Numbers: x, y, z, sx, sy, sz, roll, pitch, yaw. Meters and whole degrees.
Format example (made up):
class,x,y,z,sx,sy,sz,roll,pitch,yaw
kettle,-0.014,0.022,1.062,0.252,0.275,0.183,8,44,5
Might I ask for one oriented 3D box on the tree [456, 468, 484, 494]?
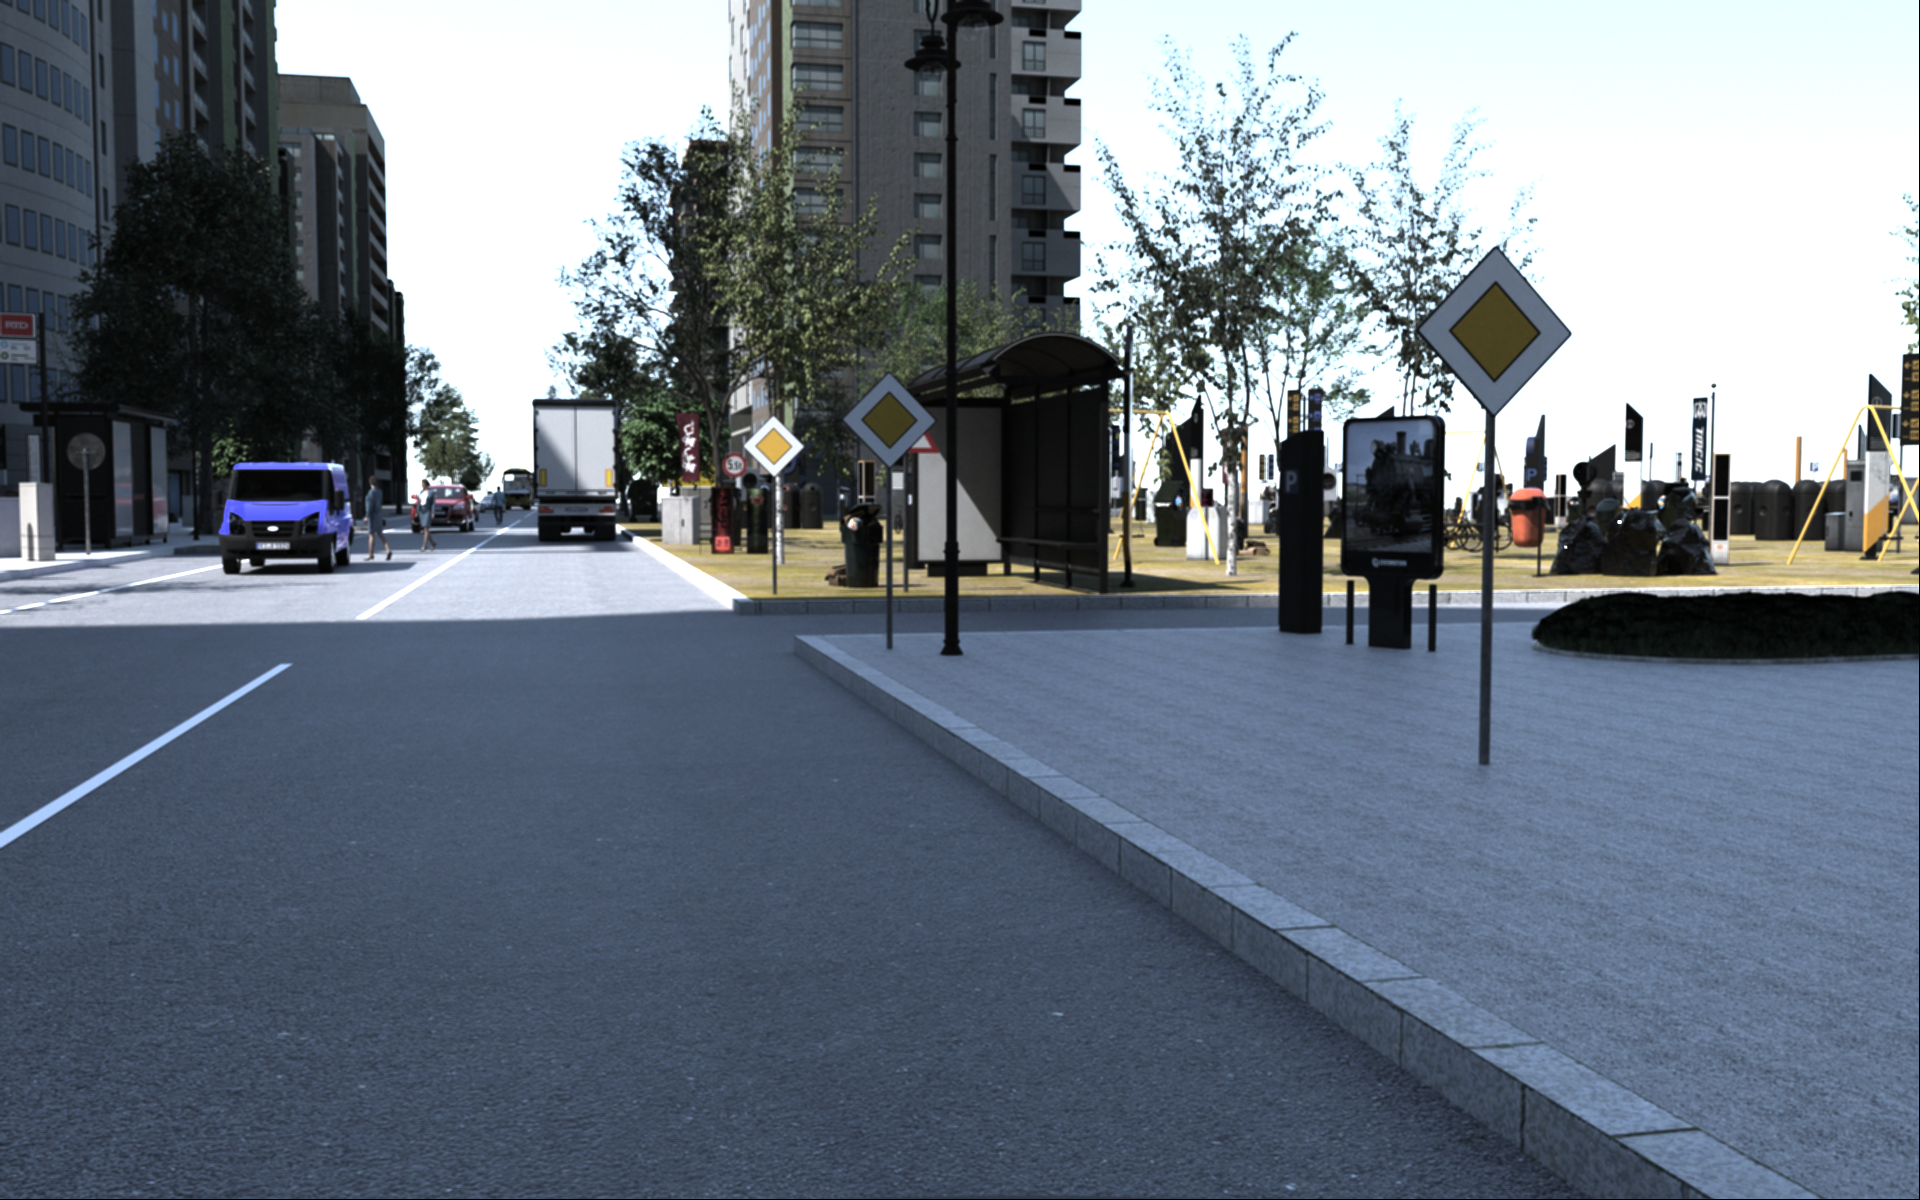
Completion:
class,x,y,z,sx,sy,sz,roll,pitch,yaw
tree,-58.904,-13.744,208.435,4.285,4.588,4.351,0,3,0

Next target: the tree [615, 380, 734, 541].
class,x,y,z,sx,sy,sz,roll,pitch,yaw
tree,-7.849,-3.917,47.752,4.285,4.588,4.351,0,3,0

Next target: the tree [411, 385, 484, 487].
class,x,y,z,sx,sy,sz,roll,pitch,yaw
tree,-53.284,-16.037,180.324,7.486,12.596,7.792,0,3,0

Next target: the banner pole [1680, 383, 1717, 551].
class,x,y,z,sx,sy,sz,roll,pitch,yaw
banner pole,16.861,-3.011,39.249,0.401,3.779,0.863,-1,4,-20

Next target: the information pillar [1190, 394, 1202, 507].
class,x,y,z,sx,sy,sz,roll,pitch,yaw
information pillar,5.569,-3.029,40.877,0.183,3.616,0.504,-1,4,-14

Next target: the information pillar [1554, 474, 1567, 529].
class,x,y,z,sx,sy,sz,roll,pitch,yaw
information pillar,21.848,-3.578,62.991,0.304,2.012,0.304,-1,4,-10

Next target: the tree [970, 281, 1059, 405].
class,x,y,z,sx,sy,sz,roll,pitch,yaw
tree,1.012,-6.648,59.061,4.737,8.622,4.395,0,3,0

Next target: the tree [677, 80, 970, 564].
class,x,y,z,sx,sy,sz,roll,pitch,yaw
tree,-3.097,-4.954,31.355,4.737,8.622,4.395,0,3,0

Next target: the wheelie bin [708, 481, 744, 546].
class,x,y,z,sx,sy,sz,roll,pitch,yaw
wheelie bin,-5.782,-2.137,42.852,0.980,1.594,0.693,3,5,39

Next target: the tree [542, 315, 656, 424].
class,x,y,z,sx,sy,sz,roll,pitch,yaw
tree,-35.910,-19.817,179.897,12.611,20.169,13.585,0,3,0

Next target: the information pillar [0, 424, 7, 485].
class,x,y,z,sx,sy,sz,roll,pitch,yaw
information pillar,-32.234,-4.095,58.311,0.504,3.616,0.183,3,4,38

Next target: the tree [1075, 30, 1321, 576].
class,x,y,z,sx,sy,sz,roll,pitch,yaw
tree,4.045,-4.687,26.994,4.360,8.622,3.978,0,3,0

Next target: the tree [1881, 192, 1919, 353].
class,x,y,z,sx,sy,sz,roll,pitch,yaw
tree,22.937,-5.425,39.064,4.737,8.622,4.395,0,3,0

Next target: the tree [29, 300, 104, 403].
class,x,y,z,sx,sy,sz,roll,pitch,yaw
tree,-31.496,-6.901,63.190,4.360,8.622,3.978,0,3,0

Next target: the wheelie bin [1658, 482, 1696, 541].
class,x,y,z,sx,sy,sz,roll,pitch,yaw
wheelie bin,19.296,-2.363,46.543,0.980,1.594,0.693,0,4,-4

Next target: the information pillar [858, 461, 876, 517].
class,x,y,z,sx,sy,sz,roll,pitch,yaw
information pillar,-2.057,-2.068,38.311,0.304,2.012,0.304,-2,4,-27

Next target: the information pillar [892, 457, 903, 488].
class,x,y,z,sx,sy,sz,roll,pitch,yaw
information pillar,-2.340,-4.555,65.822,0.504,3.616,0.183,-1,4,-10

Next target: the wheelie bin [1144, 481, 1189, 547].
class,x,y,z,sx,sy,sz,roll,pitch,yaw
wheelie bin,5.152,-2.103,42.298,0.693,1.594,0.980,-3,5,-41

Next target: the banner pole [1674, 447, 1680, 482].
class,x,y,z,sx,sy,sz,roll,pitch,yaw
banner pole,37.765,-6.187,91.181,0.401,3.779,0.863,-1,4,-10

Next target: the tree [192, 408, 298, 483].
class,x,y,z,sx,sy,sz,roll,pitch,yaw
tree,-25.969,-4.863,63.220,4.285,4.588,4.351,0,3,0

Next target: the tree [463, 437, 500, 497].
class,x,y,z,sx,sy,sz,roll,pitch,yaw
tree,-61.204,-16.388,218.307,4.360,8.622,3.978,0,3,0

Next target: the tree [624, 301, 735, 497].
class,x,y,z,sx,sy,sz,roll,pitch,yaw
tree,-10.949,-7.078,66.081,4.360,8.622,3.978,0,3,0

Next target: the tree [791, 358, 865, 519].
class,x,y,z,sx,sy,sz,roll,pitch,yaw
tree,-6.327,-8.429,88.183,4.360,8.622,3.978,0,3,0

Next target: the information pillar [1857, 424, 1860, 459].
class,x,y,z,sx,sy,sz,roll,pitch,yaw
information pillar,30.108,-4.070,57.896,0.504,3.616,0.183,-3,5,-40

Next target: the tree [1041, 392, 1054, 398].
class,x,y,z,sx,sy,sz,roll,pitch,yaw
tree,5.449,-7.378,70.994,4.360,8.622,3.978,0,3,0

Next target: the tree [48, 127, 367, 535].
class,x,y,z,sx,sy,sz,roll,pitch,yaw
tree,-23.713,-8.408,54.482,9.611,12.733,9.660,0,3,0

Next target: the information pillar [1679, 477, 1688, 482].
class,x,y,z,sx,sy,sz,roll,pitch,yaw
information pillar,31.285,-4.309,74.951,0.304,2.012,0.304,3,4,36

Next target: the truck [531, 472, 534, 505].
class,x,y,z,sx,sy,sz,roll,pitch,yaw
truck,-56.401,-14.383,224.068,2.839,4.237,11.283,-1,4,-12

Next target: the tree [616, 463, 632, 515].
class,x,y,z,sx,sy,sz,roll,pitch,yaw
tree,-20.751,-6.795,105.707,1.663,3.219,1.824,0,3,0

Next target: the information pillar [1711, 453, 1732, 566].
class,x,y,z,sx,sy,sz,roll,pitch,yaw
information pillar,13.603,-1.619,30.958,0.304,2.012,0.304,1,4,23

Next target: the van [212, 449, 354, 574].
class,x,y,z,sx,sy,sz,roll,pitch,yaw
van,-12.762,-1.748,32.962,2.240,2.365,5.245,-1,4,-15

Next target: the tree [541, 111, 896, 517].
class,x,y,z,sx,sy,sz,roll,pitch,yaw
tree,-5.729,-6.560,41.661,8.767,10.594,7.601,0,4,-4

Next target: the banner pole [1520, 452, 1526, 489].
class,x,y,z,sx,sy,sz,roll,pitch,yaw
banner pole,33.554,-6.910,103.000,0.401,3.779,0.863,-3,5,-39

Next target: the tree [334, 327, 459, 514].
class,x,y,z,sx,sy,sz,roll,pitch,yaw
tree,-35.696,-11.229,109.350,9.928,11.665,9.643,0,3,0

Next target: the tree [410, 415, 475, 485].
class,x,y,z,sx,sy,sz,roll,pitch,yaw
tree,-48.237,-12.792,159.517,4.737,8.622,4.395,0,3,0

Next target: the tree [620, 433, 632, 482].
class,x,y,z,sx,sy,sz,roll,pitch,yaw
tree,-42.950,-17.557,204.071,9.611,12.733,9.660,0,3,0

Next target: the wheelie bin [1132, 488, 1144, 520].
class,x,y,z,sx,sy,sz,roll,pitch,yaw
wheelie bin,8.811,-4.674,84.332,0.980,1.594,0.693,0,4,-6

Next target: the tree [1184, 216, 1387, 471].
class,x,y,z,sx,sy,sz,roll,pitch,yaw
tree,12.316,-8.576,65.965,9.928,11.665,9.643,0,3,0

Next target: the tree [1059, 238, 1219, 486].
class,x,y,z,sx,sy,sz,roll,pitch,yaw
tree,5.586,-6.039,49.100,4.737,8.622,4.395,0,3,0

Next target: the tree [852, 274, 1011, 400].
class,x,y,z,sx,sy,sz,roll,pitch,yaw
tree,-1.301,-9.566,82.157,9.928,11.665,9.643,0,3,0

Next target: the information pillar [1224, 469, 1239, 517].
class,x,y,z,sx,sy,sz,roll,pitch,yaw
information pillar,8.015,-2.855,51.179,0.304,2.012,0.304,-3,5,-42

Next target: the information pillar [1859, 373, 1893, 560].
class,x,y,z,sx,sy,sz,roll,pitch,yaw
information pillar,17.838,-2.589,33.681,0.504,3.616,0.183,-1,4,-9

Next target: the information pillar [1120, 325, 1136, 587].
class,x,y,z,sx,sy,sz,roll,pitch,yaw
information pillar,2.313,-1.987,23.836,0.183,3.616,0.504,1,4,11

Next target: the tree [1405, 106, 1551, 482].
class,x,y,z,sx,sy,sz,roll,pitch,yaw
tree,8.902,-5.053,32.975,4.360,8.622,3.978,0,3,0

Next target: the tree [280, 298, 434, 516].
class,x,y,z,sx,sy,sz,roll,pitch,yaw
tree,-29.397,-9.020,81.896,7.601,10.594,8.767,0,4,-3

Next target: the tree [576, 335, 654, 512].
class,x,y,z,sx,sy,sz,roll,pitch,yaw
tree,-24.559,-12.592,124.009,7.486,12.596,7.792,0,3,0

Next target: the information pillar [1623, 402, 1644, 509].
class,x,y,z,sx,sy,sz,roll,pitch,yaw
information pillar,17.074,-3.217,43.955,0.183,3.616,0.504,-3,4,-37

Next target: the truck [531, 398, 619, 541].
class,x,y,z,sx,sy,sz,roll,pitch,yaw
truck,-12.455,-4.125,56.357,2.839,4.237,11.283,-1,4,-12
